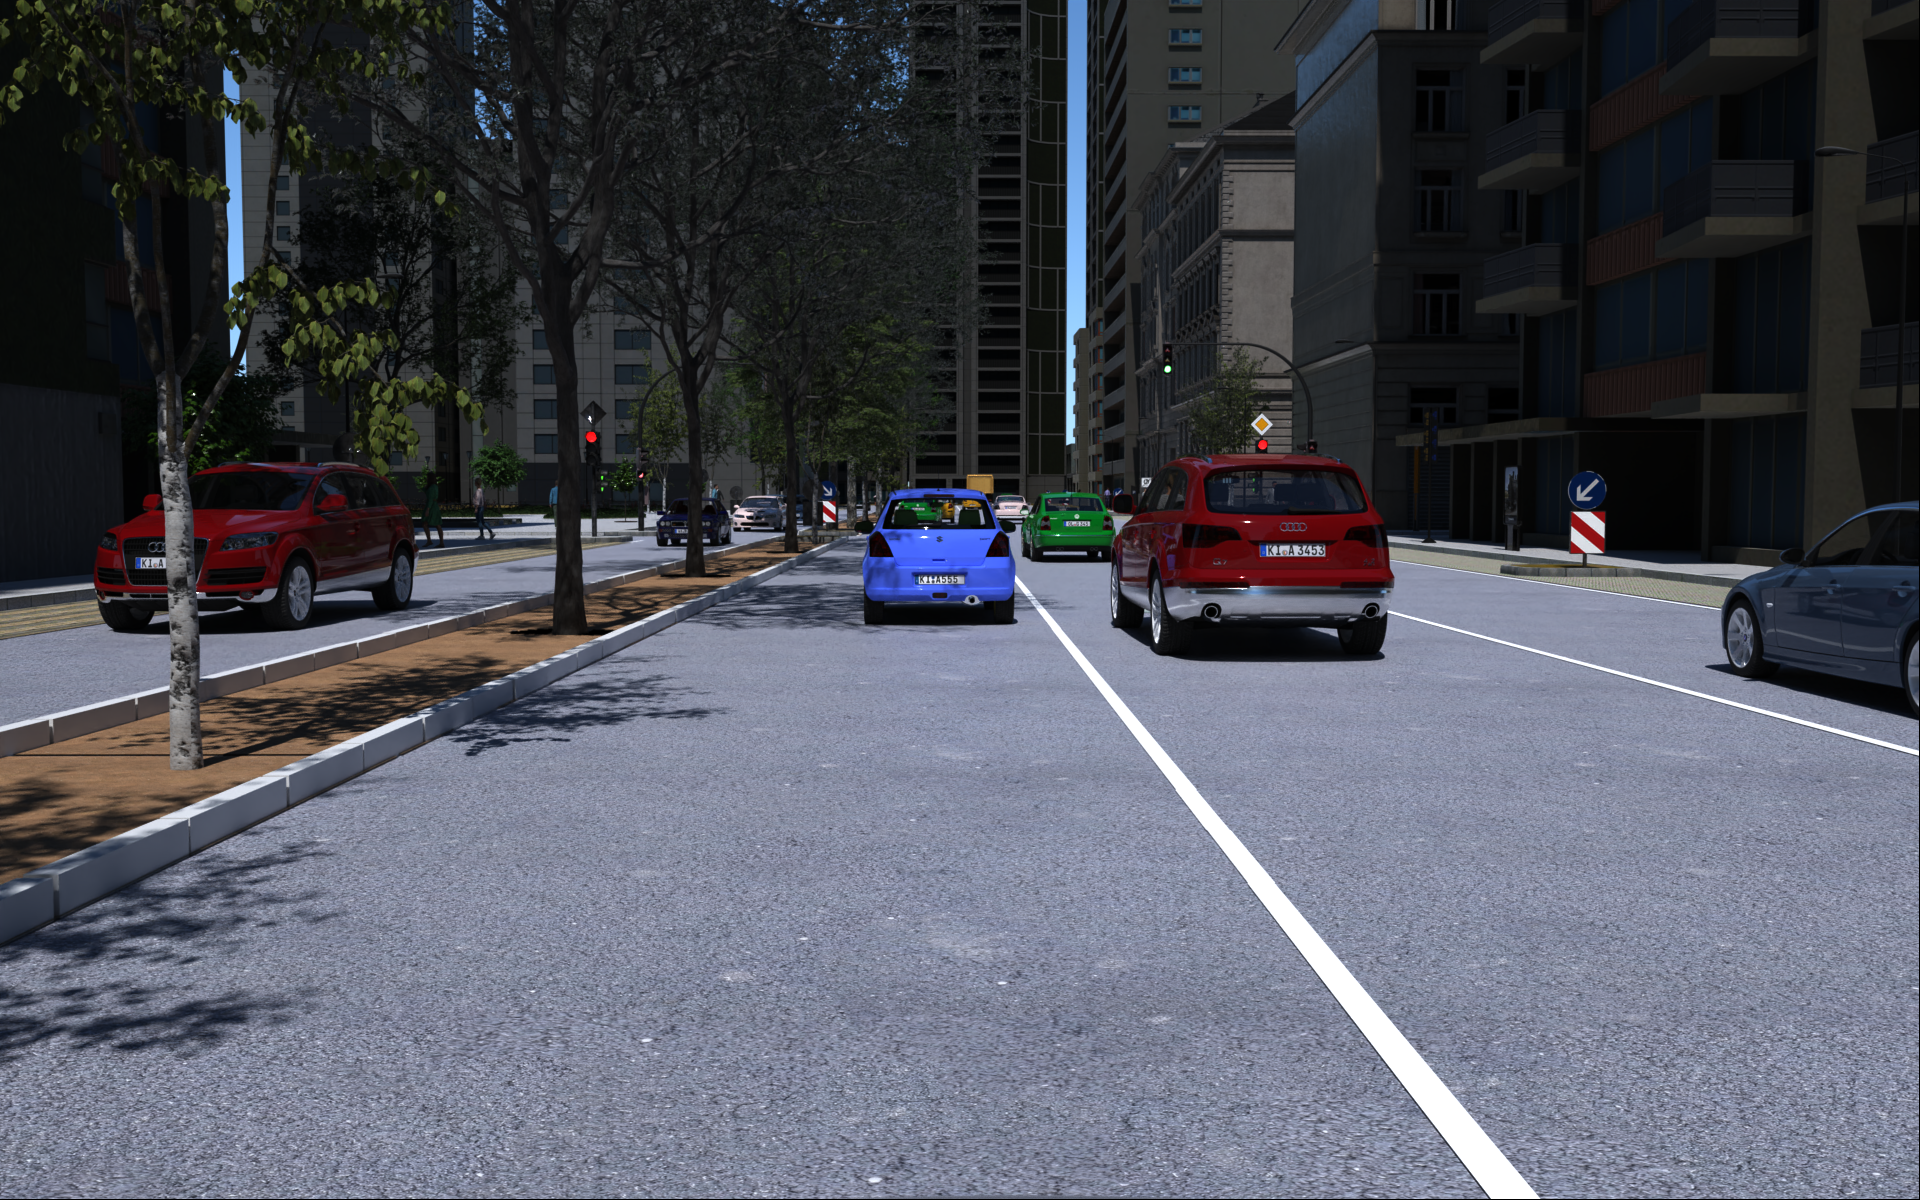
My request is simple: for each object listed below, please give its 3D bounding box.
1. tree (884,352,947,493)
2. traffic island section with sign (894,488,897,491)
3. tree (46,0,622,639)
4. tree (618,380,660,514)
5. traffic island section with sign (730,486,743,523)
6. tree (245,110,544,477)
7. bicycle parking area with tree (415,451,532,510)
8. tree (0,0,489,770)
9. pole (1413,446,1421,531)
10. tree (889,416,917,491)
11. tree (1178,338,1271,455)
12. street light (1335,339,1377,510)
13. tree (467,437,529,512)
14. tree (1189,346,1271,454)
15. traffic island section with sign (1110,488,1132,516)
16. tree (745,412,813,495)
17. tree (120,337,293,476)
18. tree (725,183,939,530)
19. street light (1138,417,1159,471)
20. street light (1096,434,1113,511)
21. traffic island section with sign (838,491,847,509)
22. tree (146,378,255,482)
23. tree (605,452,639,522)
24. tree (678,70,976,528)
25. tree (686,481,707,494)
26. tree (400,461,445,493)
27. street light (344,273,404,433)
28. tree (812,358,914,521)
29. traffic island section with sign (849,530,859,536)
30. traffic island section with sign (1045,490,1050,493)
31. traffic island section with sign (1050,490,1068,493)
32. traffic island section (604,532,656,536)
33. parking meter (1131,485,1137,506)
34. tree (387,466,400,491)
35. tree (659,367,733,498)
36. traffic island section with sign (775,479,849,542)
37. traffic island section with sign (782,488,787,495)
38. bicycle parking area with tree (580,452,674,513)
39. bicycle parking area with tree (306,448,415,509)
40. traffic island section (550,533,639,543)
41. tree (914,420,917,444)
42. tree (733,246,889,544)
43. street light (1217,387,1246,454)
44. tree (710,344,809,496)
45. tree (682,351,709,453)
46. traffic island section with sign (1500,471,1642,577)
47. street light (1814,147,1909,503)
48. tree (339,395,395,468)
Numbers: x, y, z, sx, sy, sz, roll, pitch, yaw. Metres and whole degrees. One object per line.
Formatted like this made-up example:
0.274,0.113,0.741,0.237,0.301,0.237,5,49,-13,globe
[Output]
-4.676,-11.779,120.799,9.928,11.665,9.643,0,3,0,tree
-5.121,-7.754,134.910,2.006,1.907,1.989,0,4,0,traffic island section with sign
-3.938,-6.376,17.080,12.009,13.543,11.850,0,3,0,tree
-19.868,-9.793,110.476,4.360,8.622,3.978,0,3,0,tree
-10.935,-4.662,84.853,1.989,1.847,2.006,0,4,0,traffic island section with sign
-13.787,-6.570,41.830,7.601,10.594,8.767,0,4,5,tree
-34.056,-8.014,118.038,9.016,4.147,8.231,-1,4,-20,bicycle parking area with tree
-3.974,-3.405,8.498,4.737,8.622,4.395,0,3,0,tree
15.718,-4.020,59.571,0.158,3.312,0.155,0,3,0,pole
-5.180,-10.773,128.950,4.360,8.622,3.978,0,3,0,tree
12.388,-7.996,81.100,4.360,8.622,3.978,0,3,0,tree
11.943,-4.867,52.124,1.470,5.913,1.316,0,4,0,street light
-26.652,-7.101,99.818,4.285,4.588,4.351,0,3,0,tree
13.476,-8.286,85.834,4.737,8.622,4.395,0,3,0,tree
10.080,-6.338,112.252,1.989,1.847,2.006,0,4,0,traffic island section with sign
-14.363,-11.011,130.396,4.737,8.622,4.395,0,3,0,tree
-15.381,-3.168,35.507,4.285,4.588,4.351,0,3,0,tree
-4.657,-8.660,62.173,7.486,12.596,7.792,0,3,0,tree
11.485,-8.093,104.855,1.470,5.913,1.316,0,4,0,street light
11.296,-9.916,134.660,1.470,5.913,1.316,0,4,0,street light
-11.513,-9.385,162.073,1.989,1.847,2.006,0,4,0,traffic island section with sign
-12.732,-2.109,29.084,1.663,3.219,1.824,0,3,0,tree
-15.286,-5.157,78.915,1.663,3.219,1.824,0,3,0,tree
-5.785,-13.145,73.259,12.611,20.169,13.585,0,3,0,tree
-19.781,-8.373,131.495,1.663,3.219,1.824,0,3,0,tree
-30.842,-6.440,99.902,1.663,3.219,1.824,0,3,0,tree
-12.388,-3.915,36.559,1.470,5.913,1.316,0,4,0,street light
-4.613,-8.002,83.652,4.737,8.622,4.395,0,3,0,tree
-4.543,-3.158,59.773,2.006,1.907,1.989,0,4,0,traffic island section with sign
9.500,-11.049,189.283,1.989,1.847,2.006,0,4,0,traffic island section with sign
9.703,-9.379,161.977,1.989,1.847,2.006,0,4,0,traffic island section with sign
-11.070,-2.311,60.068,2.009,0.180,2.903,0,4,0,traffic island section
11.582,-6.701,115.277,0.399,1.863,0.255,0,4,2,parking meter
-33.385,-6.494,100.784,1.663,3.219,1.824,0,3,0,tree
-13.916,-8.970,97.029,4.360,8.622,3.978,0,3,0,tree
-4.497,-2.705,52.366,2.006,1.907,1.989,0,4,0,traffic island section with sign
-11.141,-6.334,112.184,1.989,1.847,2.006,0,4,0,traffic island section with sign
-23.429,-8.078,119.078,8.231,4.147,9.016,-2,4,-34,bicycle parking area with tree
-35.998,-6.560,94.251,9.016,4.147,8.231,1,4,8,bicycle parking area with tree
-11.010,-1.823,52.083,2.009,0.180,2.903,0,4,0,traffic island section
-4.573,-9.038,100.587,4.737,8.622,4.395,0,3,0,tree
-4.176,-5.924,49.671,4.360,8.622,3.978,0,3,0,tree
11.814,-6.274,75.120,1.470,5.913,1.316,0,4,0,street light
-13.699,-11.853,119.549,9.928,11.665,9.643,0,3,0,tree
-14.202,-8.126,83.228,4.737,8.622,4.395,0,3,0,tree
10.704,-1.347,30.645,1.989,1.847,2.006,0,4,0,traffic island section with sign
12.127,-3.107,23.335,1.470,5.913,1.316,0,4,0,street light
-41.671,-10.454,121.288,4.360,8.622,3.978,0,3,0,tree
